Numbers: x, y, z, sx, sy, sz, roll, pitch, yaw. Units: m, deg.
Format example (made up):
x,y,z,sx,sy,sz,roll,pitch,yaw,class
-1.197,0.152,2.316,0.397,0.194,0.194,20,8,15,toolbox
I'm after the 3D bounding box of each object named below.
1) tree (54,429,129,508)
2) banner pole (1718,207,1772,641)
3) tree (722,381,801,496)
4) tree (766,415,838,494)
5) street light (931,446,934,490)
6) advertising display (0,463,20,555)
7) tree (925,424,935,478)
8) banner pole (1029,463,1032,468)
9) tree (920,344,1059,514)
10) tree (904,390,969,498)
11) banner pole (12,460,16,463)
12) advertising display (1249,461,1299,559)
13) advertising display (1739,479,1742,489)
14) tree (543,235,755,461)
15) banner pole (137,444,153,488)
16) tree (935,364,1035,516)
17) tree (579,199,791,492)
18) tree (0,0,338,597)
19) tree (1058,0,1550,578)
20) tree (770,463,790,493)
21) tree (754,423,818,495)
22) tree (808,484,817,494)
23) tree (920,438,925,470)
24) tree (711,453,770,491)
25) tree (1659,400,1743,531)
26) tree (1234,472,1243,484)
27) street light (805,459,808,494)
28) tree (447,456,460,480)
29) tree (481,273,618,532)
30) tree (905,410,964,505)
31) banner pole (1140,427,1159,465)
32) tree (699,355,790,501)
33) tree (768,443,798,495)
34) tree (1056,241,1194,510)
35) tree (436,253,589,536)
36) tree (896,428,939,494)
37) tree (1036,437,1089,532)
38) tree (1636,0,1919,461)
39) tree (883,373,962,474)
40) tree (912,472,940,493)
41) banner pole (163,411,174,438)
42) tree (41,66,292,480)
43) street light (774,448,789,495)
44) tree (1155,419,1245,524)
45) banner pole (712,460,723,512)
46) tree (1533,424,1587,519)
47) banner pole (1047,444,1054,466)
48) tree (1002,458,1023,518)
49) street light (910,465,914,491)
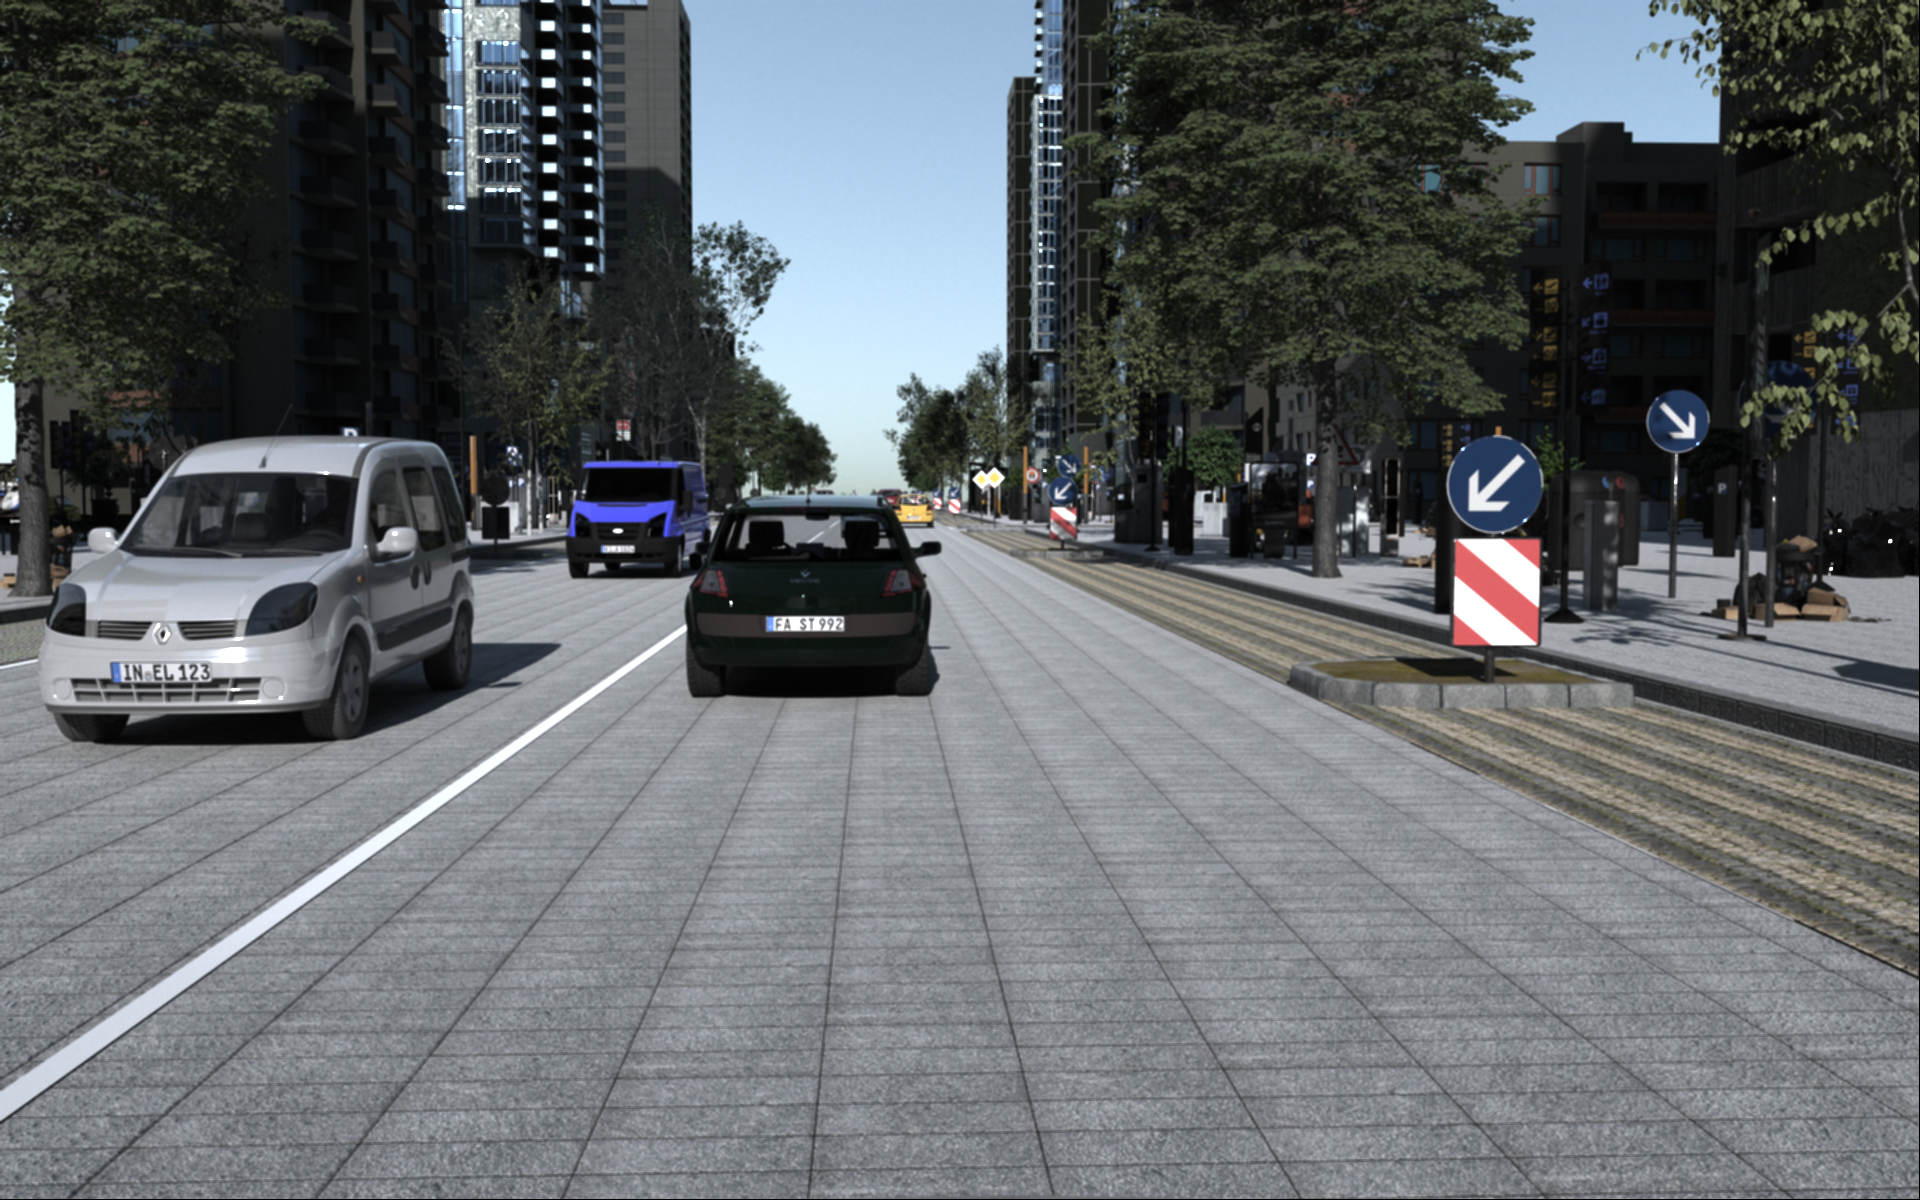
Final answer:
x,y,z,sx,sy,sz,roll,pitch,yaw,class
-41.293,-6.028,82.272,4.285,4.588,4.351,0,3,0,tree
6.886,-1.529,15.013,0.401,3.779,0.863,1,4,12,banner pole
-18.301,-14.241,158.595,9.928,11.665,9.643,0,3,0,tree
-23.442,-20.046,244.763,9.611,12.733,9.660,0,3,0,tree
-2.252,-11.980,168.409,1.470,5.913,1.316,0,4,-3,street light
-19.801,-1.907,36.400,0.974,1.923,0.123,1,4,19,advertising display
-0.199,-12.555,155.637,4.737,8.622,4.395,0,3,0,tree
5.707,-9.190,140.268,0.401,3.779,0.863,2,4,25,banner pole
1.768,-10.638,108.351,8.767,10.594,7.601,0,4,-7,tree
-2.380,-16.546,188.648,7.486,12.596,7.792,0,3,0,tree
-60.320,-7.398,110.982,0.401,3.779,0.863,2,4,31,banner pole
6.236,-1.786,34.419,0.974,1.923,0.123,1,4,12,advertising display
34.183,-4.348,76.295,0.123,1.923,0.974,0,4,-8,advertising display
-14.892,-10.583,83.403,12.009,13.543,11.850,0,3,0,tree
-40.776,-5.905,86.560,0.863,3.779,0.401,-2,4,-31,banner pole
1.881,-9.096,99.085,4.737,8.622,4.395,0,3,0,tree
-17.689,-15.674,112.154,12.611,20.169,13.585,0,3,0,tree
-11.901,-6.339,21.763,7.486,12.596,7.792,0,3,0,tree
5.219,-6.615,26.281,7.486,12.596,7.792,0,3,0,tree
-19.171,-11.946,179.024,4.285,4.588,4.351,0,3,0,tree
-21.672,-16.836,209.683,8.767,10.594,7.601,-2,4,-33,tree
-25.952,-21.360,299.600,4.737,8.622,4.395,0,3,0,tree
-1.969,-13.928,178.089,4.737,8.622,4.395,0,3,0,tree
-17.881,-9.235,134.702,4.285,4.588,4.351,0,3,0,tree
26.208,-4.710,60.723,4.285,4.588,4.351,0,3,0,tree
17.636,-7.189,112.142,1.663,3.219,1.824,0,3,0,tree
-21.123,-15.867,231.958,1.470,5.913,1.316,0,4,-3,street light
-23.041,-5.009,76.498,1.663,3.219,1.824,0,3,0,tree
-13.949,-6.606,58.370,4.737,8.622,4.395,0,3,0,tree
-2.667,-17.172,206.518,9.928,11.665,9.643,0,3,0,tree
6.236,-4.068,56.532,0.863,3.779,0.401,-1,4,-21,banner pole
-17.697,-13.702,142.157,7.486,12.596,7.792,0,3,0,tree
-22.306,-16.357,217.796,4.360,8.622,3.978,0,3,0,tree
4.882,-6.034,49.015,4.737,8.622,4.395,0,3,0,tree
-13.329,-6.247,52.502,4.360,8.622,3.978,0,3,0,tree
-6.396,-23.479,290.536,9.857,13.997,8.962,0,3,0,tree
3.682,-3.935,58.934,1.663,3.219,1.824,0,3,0,tree
6.808,-3.739,11.493,4.737,8.622,4.395,0,3,0,tree
-5.615,-25.214,268.137,12.611,20.169,13.585,0,3,0,tree
-4.224,-16.165,248.013,4.285,4.588,4.351,0,3,0,tree
-23.792,-3.798,52.121,0.401,3.779,0.863,0,4,1,banner pole
-13.350,-4.859,29.814,4.360,8.622,3.978,0,3,0,tree
-18.336,-12.427,175.728,1.470,5.913,1.316,0,4,-3,street light
10.979,-5.576,74.889,4.285,4.588,4.351,0,3,0,tree
-17.803,-8.398,127.322,0.863,3.779,0.401,0,4,-4,banner pole
16.310,-3.284,48.292,1.663,3.219,1.824,0,3,0,tree
4.499,-5.861,85.851,0.401,3.779,0.863,2,4,31,banner pole
2.949,-6.095,94.253,1.663,3.219,1.824,0,3,0,tree
-6.161,-17.027,250.933,1.470,5.913,1.316,0,4,-3,street light
